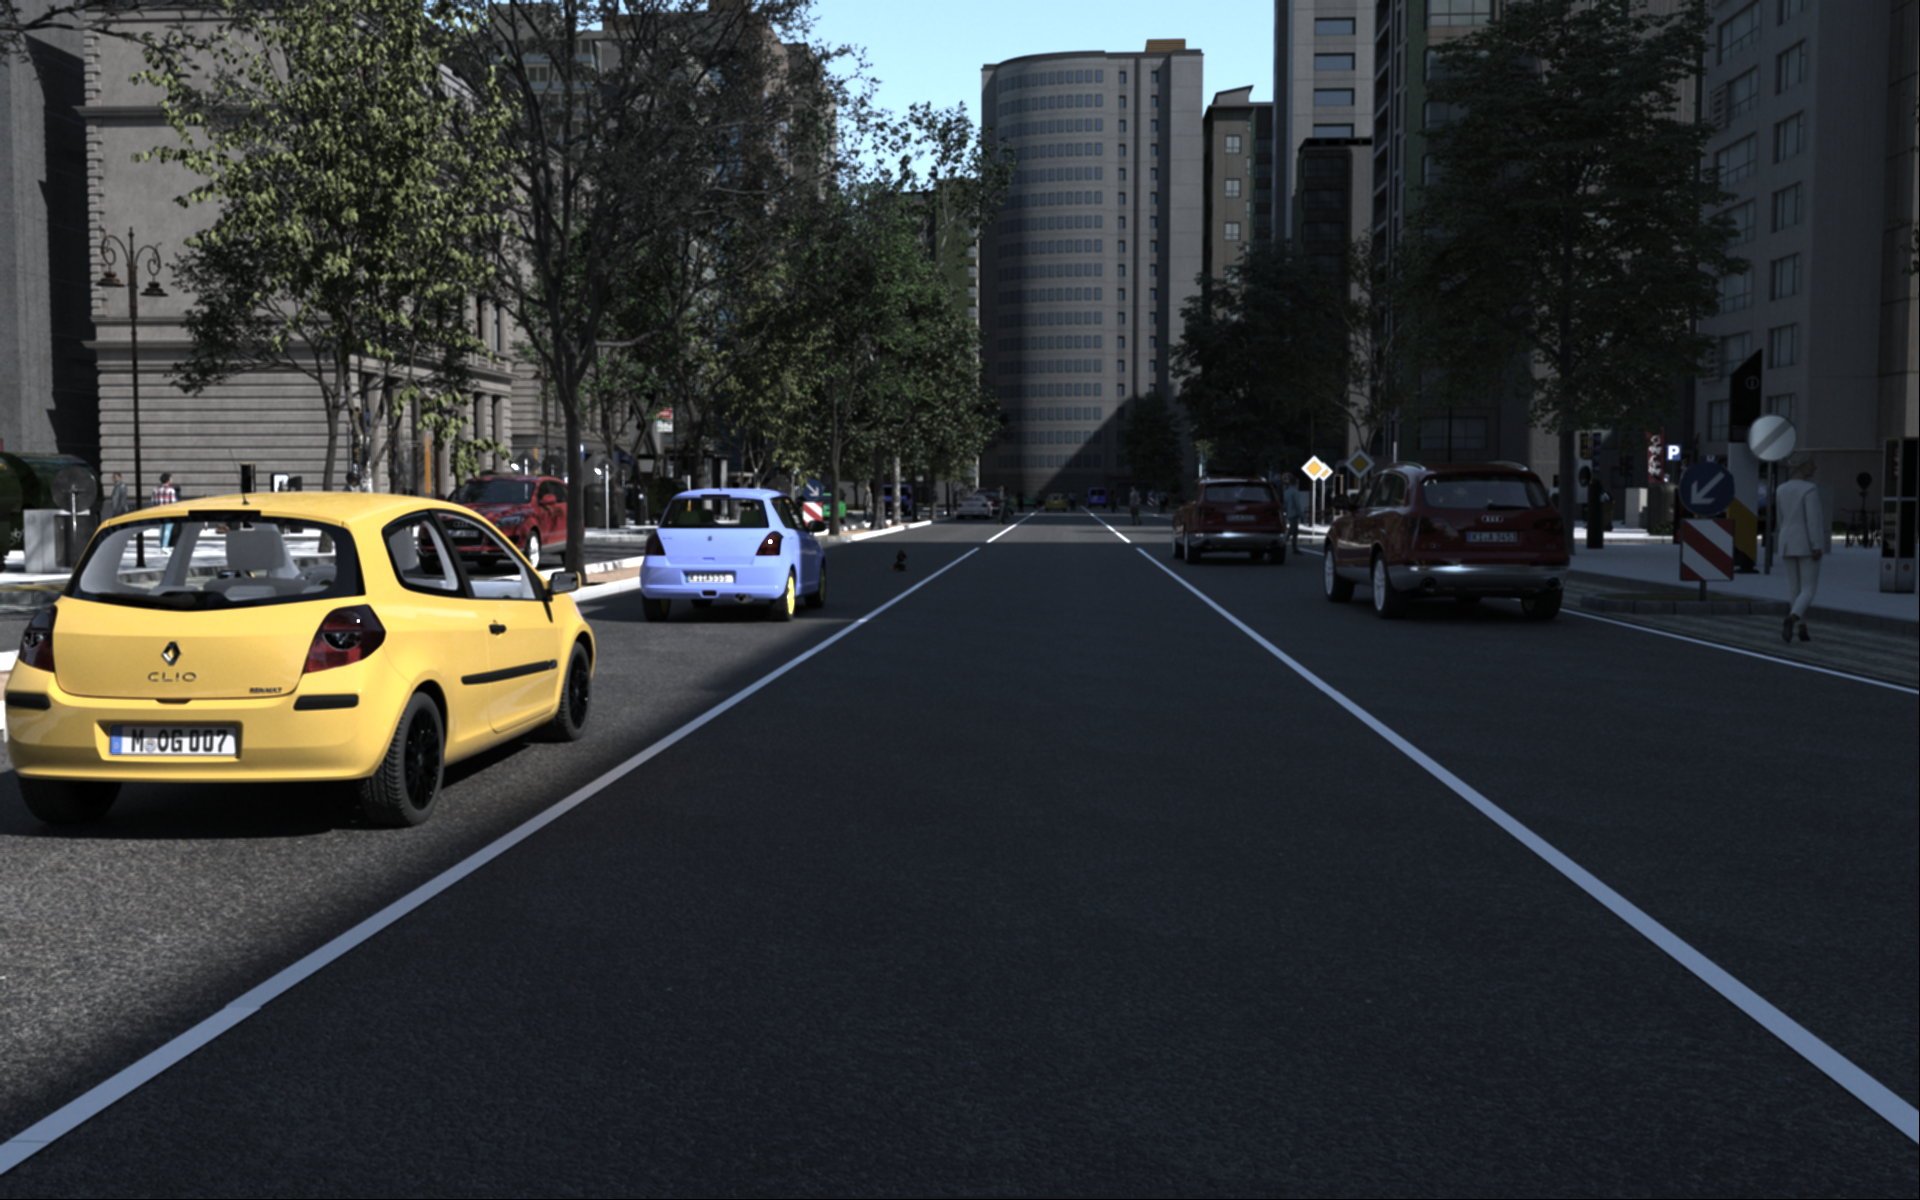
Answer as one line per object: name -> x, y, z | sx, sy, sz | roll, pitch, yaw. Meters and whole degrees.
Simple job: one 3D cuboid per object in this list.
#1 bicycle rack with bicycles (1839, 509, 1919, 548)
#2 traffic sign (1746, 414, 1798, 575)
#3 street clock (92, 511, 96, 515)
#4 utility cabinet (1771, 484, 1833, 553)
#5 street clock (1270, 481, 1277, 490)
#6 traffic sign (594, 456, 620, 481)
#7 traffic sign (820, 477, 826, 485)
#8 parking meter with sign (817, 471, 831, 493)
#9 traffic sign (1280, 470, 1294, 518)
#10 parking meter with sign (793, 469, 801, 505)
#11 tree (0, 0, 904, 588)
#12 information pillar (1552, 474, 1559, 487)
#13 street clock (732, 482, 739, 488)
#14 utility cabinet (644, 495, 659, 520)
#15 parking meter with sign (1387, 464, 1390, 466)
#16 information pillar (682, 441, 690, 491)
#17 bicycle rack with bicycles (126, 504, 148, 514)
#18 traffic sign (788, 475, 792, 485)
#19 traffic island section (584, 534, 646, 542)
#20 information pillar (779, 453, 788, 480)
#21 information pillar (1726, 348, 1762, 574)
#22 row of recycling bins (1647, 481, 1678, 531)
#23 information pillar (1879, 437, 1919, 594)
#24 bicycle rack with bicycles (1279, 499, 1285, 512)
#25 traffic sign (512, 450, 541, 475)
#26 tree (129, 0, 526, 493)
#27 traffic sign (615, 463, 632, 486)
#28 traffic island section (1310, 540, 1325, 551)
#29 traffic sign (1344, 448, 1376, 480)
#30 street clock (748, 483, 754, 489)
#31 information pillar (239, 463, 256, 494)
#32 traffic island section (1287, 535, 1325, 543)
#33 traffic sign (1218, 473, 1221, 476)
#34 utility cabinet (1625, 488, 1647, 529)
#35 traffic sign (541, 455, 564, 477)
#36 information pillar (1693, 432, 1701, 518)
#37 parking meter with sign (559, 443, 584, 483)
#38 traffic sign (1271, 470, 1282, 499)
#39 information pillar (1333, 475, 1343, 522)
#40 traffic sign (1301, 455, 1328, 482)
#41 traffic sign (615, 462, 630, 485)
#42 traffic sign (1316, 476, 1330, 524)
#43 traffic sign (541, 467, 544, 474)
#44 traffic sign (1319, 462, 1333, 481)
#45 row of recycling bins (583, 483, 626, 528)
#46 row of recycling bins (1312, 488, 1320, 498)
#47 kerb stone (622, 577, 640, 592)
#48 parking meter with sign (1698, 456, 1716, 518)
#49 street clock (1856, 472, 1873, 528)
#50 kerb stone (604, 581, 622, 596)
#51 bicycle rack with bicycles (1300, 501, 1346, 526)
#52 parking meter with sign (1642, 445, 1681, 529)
bicycle rack with bicycles -> 22.270, -1.715, 41.422 | 2.925, 0.926, 2.852 | -3, 5, -44
traffic sign -> 12.883, -1.679, 27.561 | 0.768, 2.556, 0.104 | 1, 4, 13
street clock -> -31.149, -3.524, 62.185 | 0.471, 2.002, 0.358 | 3, 5, 40
utility cabinet -> 18.186, -1.758, 37.430 | 1.173, 1.500, 0.318 | 2, 4, 29
street clock -> 17.170, -5.540, 95.145 | 0.358, 2.002, 0.471 | -2, 4, -25
traffic sign -> -10.841, -3.117, 53.152 | 0.795, 2.593, 0.064 | 0, 4, 3
traffic sign -> -9.360, -7.073, 115.750 | 0.768, 2.556, 0.104 | 1, 4, 13
parking meter with sign -> -9.519, -7.528, 119.337 | 1.738, 3.016, 0.543 | -1, 4, -12
traffic sign -> 17.509, -5.667, 92.763 | 0.768, 2.556, 0.104 | 0, 4, 6
parking meter with sign -> -11.163, -7.506, 118.984 | 0.543, 3.016, 1.738 | 0, 4, -3
tree -> -5.983, -6.953, 26.503 | 12.009, 13.543, 11.850 | 0, 3, 0
information pillar -> 21.408, -3.521, 62.056 | 0.304, 2.012, 0.304 | 3, 5, 42
street clock -> -13.234, -5.981, 102.358 | 0.471, 2.002, 0.358 | 0, 4, -5
utility cabinet -> -15.224, -4.523, 85.116 | 1.020, 1.237, 0.306 | 3, 4, 38
parking meter with sign -> 24.429, -6.451, 101.739 | 1.738, 3.016, 0.543 | -1, 4, -9
information pillar -> -12.147, -5.227, 76.813 | 0.504, 3.616, 0.183 | 3, 5, 43
bicycle rack with bicycles -> -47.525, -5.213, 98.609 | 2.852, 0.926, 2.925 | 1, 4, 10
traffic sign -> -11.128, -6.789, 111.105 | 0.768, 2.556, 0.104 | 1, 4, 12
traffic island section -> -10.865, -1.892, 53.220 | 2.009, 0.180, 2.903 | 0, 4, 3
information pillar -> -9.857, -6.433, 96.540 | 0.504, 3.616, 0.183 | 1, 4, 15
information pillar -> 12.640, -2.236, 27.906 | 0.504, 3.616, 0.183 | 0, 3, 0
row of recycling bins -> 23.556, -3.115, 58.044 | 1.069, 1.692, 3.534 | 1, 4, 20
information pillar -> 12.162, -1.096, 22.416 | 0.304, 2.012, 0.304 | -1, 4, -12
bicycle rack with bicycles -> 23.176, -6.460, 119.000 | 2.852, 0.926, 2.925 | -1, 4, -11
traffic sign -> -11.322, -2.629, 45.181 | 0.795, 2.593, 0.064 | 0, 4, 3
tree -> -6.333, -3.999, 18.200 | 4.737, 8.622, 4.395 | 0, 3, 0
traffic sign -> -13.712, -4.304, 70.473 | 0.768, 2.556, 0.104 | 1, 4, 11
traffic island section -> 10.156, -1.325, 43.952 | 2.009, 0.180, 2.903 | 0, 4, 3
traffic sign -> 10.132, -2.549, 43.870 | 0.795, 2.593, 0.064 | 0, 4, 3
street clock -> -13.820, -6.744, 114.837 | 0.471, 2.002, 0.358 | -3, 4, -38
information pillar -> -17.068, -2.266, 41.540 | 0.304, 2.012, 0.304 | -1, 4, -11
traffic island section -> 10.637, -1.813, 51.922 | 2.009, 0.180, 2.903 | 0, 4, 3
traffic sign -> 15.859, -6.484, 106.023 | 0.884, 2.594, 0.081 | 0, 4, 4
utility cabinet -> 24.933, -3.374, 63.836 | 0.318, 1.500, 1.173 | 0, 4, -3
traffic sign -> -13.215, -3.428, 56.161 | 0.768, 2.556, 0.104 | 1, 4, 11
information pillar -> 27.867, -4.538, 65.545 | 0.183, 3.616, 0.504 | 0, 4, 5
parking meter with sign -> -13.613, -3.839, 59.030 | 1.738, 3.016, 0.543 | 2, 4, 32
traffic sign -> 17.100, -5.693, 93.182 | 0.768, 2.556, 0.104 | 1, 4, 10
information pillar -> 14.516, -3.792, 66.487 | 0.304, 2.012, 0.304 | 1, 4, 21
traffic sign -> 10.613, -3.037, 51.841 | 0.795, 2.593, 0.064 | 0, 4, 3
traffic sign -> -13.907, -4.324, 70.706 | 0.884, 2.594, 0.081 | 1, 4, 12
traffic sign -> 15.298, -4.482, 73.385 | 0.768, 2.556, 0.104 | 1, 4, 12
traffic sign -> -13.725, -3.558, 58.277 | 0.768, 2.556, 0.104 | 1, 4, 10
traffic sign -> 14.929, -4.364, 71.092 | 0.795, 2.593, 0.064 | 1, 4, 8
row of recycling bins -> -13.850, -3.684, 67.343 | 1.069, 1.692, 3.534 | 0, 4, 5
row of recycling bins -> 25.441, -7.164, 124.244 | 1.069, 1.692, 3.534 | 2, 4, 25
kerb stone -> -4.955, -0.205, 25.624 | 0.120, 0.150, 1.000 | 0, 4, 3
parking meter with sign -> 31.250, -4.722, 73.472 | 1.738, 3.016, 0.543 | -2, 4, -26
street clock -> 29.988, -3.234, 57.439 | 0.471, 2.002, 0.358 | 3, 4, 37
kerb stone -> -5.025, -0.146, 24.605 | 0.120, 0.150, 1.000 | 0, 4, 3
bicycle rack with bicycles -> 15.092, -3.420, 69.298 | 2.925, 0.926, 2.852 | 1, 4, 11
parking meter with sign -> 25.112, -4.032, 62.190 | 0.543, 3.016, 1.738 | -1, 4, -9
